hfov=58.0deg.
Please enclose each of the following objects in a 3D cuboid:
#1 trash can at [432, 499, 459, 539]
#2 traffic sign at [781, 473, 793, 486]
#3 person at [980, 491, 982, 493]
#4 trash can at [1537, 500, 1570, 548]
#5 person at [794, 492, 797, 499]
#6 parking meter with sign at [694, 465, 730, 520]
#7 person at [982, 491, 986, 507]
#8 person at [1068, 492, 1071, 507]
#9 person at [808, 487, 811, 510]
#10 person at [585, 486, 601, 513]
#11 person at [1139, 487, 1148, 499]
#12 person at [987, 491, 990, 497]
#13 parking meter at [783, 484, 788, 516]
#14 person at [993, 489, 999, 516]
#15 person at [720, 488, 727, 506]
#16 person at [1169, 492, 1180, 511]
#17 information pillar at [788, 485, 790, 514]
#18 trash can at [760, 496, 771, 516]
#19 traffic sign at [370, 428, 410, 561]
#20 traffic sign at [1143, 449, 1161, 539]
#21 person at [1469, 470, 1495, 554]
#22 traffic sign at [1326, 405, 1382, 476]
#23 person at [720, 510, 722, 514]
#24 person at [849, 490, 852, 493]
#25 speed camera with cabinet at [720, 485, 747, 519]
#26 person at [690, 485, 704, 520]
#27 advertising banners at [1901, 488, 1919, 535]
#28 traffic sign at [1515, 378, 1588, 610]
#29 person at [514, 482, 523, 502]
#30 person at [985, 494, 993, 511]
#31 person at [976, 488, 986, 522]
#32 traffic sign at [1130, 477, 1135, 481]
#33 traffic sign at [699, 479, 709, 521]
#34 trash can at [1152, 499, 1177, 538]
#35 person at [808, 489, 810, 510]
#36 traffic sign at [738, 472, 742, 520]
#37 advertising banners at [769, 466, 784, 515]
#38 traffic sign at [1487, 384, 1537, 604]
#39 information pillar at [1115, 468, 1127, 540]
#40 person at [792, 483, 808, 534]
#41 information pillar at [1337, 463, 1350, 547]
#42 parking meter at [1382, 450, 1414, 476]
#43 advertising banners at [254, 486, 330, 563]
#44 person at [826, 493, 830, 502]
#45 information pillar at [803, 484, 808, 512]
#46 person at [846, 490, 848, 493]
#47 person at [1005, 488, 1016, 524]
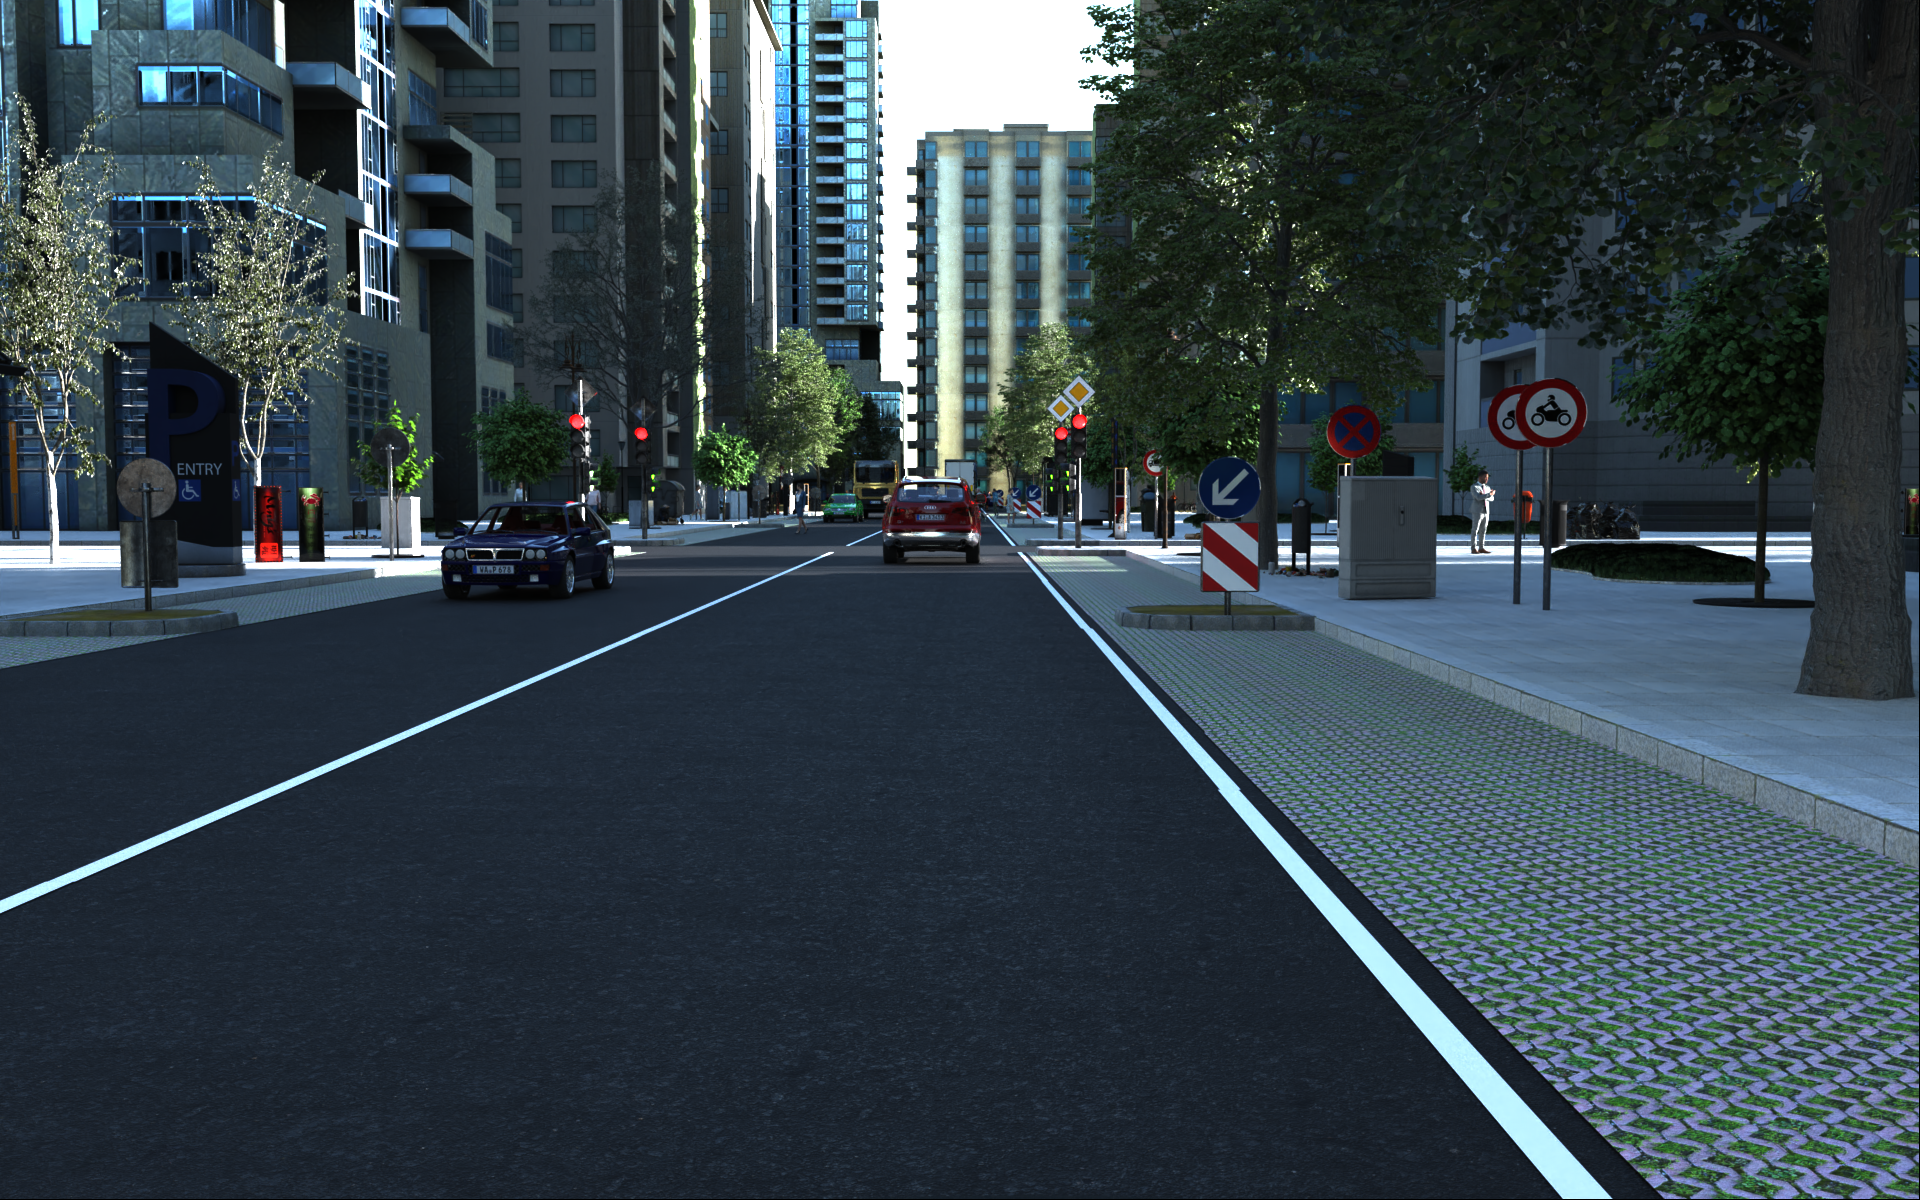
[{"bbox_3d":[-14.594,-2.295,49.178,0.748,1.137,0.748,0,3,0],"label":"trash can"},{"bbox_3d":[-10.506,-6.429,105.225,0.768,2.556,0.104,0,4,2],"label":"traffic sign"},{"bbox_3d":[2.348,-10.877,187.056,0.721,1.743,1.217,2,4,33],"label":"person"},{"bbox_3d":[14.177,-1.819,41.401,0.748,1.137,0.748,0,3,0],"label":"trash can"},{"bbox_3d":[-19.353,-11.900,203.796,0.721,1.736,1.217,0,4,4],"label":"person"},{"bbox_3d":[-12.379,-5.527,86.625,1.738,3.016,0.543,0,4,1],"label":"parking meter with sign"},{"bbox_3d":[2.486,-10.789,185.355,0.568,1.767,0.683,2,4,28],"label":"person"},{"bbox_3d":[11.225,-10.326,174.870,1.348,1.824,0.705,-2,4,-28],"label":"person"},{"bbox_3d":[-12.153,-8.167,139.583,0.705,1.822,1.348,0,4,-8],"label":"person"},{"bbox_3d":[-13.058,-3.338,61.295,0.731,1.740,0.598,0,4,-4],"label":"person"},{"bbox_3d":[13.863,-7.426,127.597,1.348,1.807,0.705,0,4,2],"label":"person"},{"bbox_3d":[3.350,-11.593,198.495,0.568,1.767,0.683,-1,4,-14],"label":"person"},{"bbox_3d":[-10.348,-5.931,102.685,0.255,1.863,0.399,-1,4,-8],"label":"parking meter"},{"bbox_3d":[2.260,-6.181,109.898,0.444,1.785,0.601,3,5,40],"label":"person"},{"bbox_3d":[-16.254,-6.885,118.883,0.793,1.790,0.793,0,4,7],"label":"person"},{"bbox_3d":[16.148,-7.432,130.810,1.065,1.426,0.557,3,5,45],"label":"person"},{"bbox_3d":[-11.039,-6.512,110.967,0.304,2.012,0.304,0,4,-4],"label":"information pillar"},{"bbox_3d":[-11.561,-5.571,102.736,0.748,1.137,0.748,0,3,0],"label":"trash can"},{"bbox_3d":[-10.925,-2.026,33.223,0.768,2.556,0.104,0,4,2],"label":"traffic sign"},{"bbox_3d":[5.561,-2.995,49.078,0.768,2.556,0.104,0,4,7],"label":"traffic sign"},{"bbox_3d":[11.236,-1.895,37.212,0.511,1.800,0.466,-3,5,-43],"label":"person"},{"bbox_3d":[5.618,-1.509,24.772,0.768,2.556,0.104,0,4,7],"label":"traffic sign"},{"bbox_3d":[-15.391,-6.095,109.963,0.640,1.303,0.475,0,4,-7],"label":"person"},{"bbox_3d":[-11.094,-10.187,173.314,0.721,1.743,1.217,0,4,5],"label":"person"},{"bbox_3d":[-12.100,-5.848,89.958,2.038,3.252,0.660,-2,4,-32],"label":"speed camera with cabinet"},{"bbox_3d":[-12.778,-4.738,84.265,0.760,1.731,0.466,-3,4,-37],"label":"person"},{"bbox_3d":[22.341,-2.652,39.545,2.074,3.025,0.090,-1,4,-18],"label":"advertising banners"},{"bbox_3d":[6.484,-1.160,19.072,0.768,2.556,0.104,1,4,10],"label":"traffic sign"},{"bbox_3d":[-18.713,-4.132,73.833,0.478,1.798,0.641,0,4,2],"label":"person"},{"bbox_3d":[2.453,-8.270,146.900,0.628,1.438,0.799,1,4,18],"label":"person"},{"bbox_3d":[0.985,-4.905,89.175,0.515,1.767,0.782,-1,4,-21],"label":"person"},{"bbox_3d":[6.849,-4.336,71.001,0.768,2.556,0.104,0,4,8],"label":"traffic sign"},{"bbox_3d":[-12.243,-5.098,83.455,0.768,2.556,0.104,1,4,9],"label":"traffic sign"},{"bbox_3d":[5.934,-2.364,50.308,0.748,1.137,0.748,0,3,0],"label":"trash can"},{"bbox_3d":[-12.100,-8.001,137.645,1.217,1.735,0.721,0,4,7],"label":"person"},{"bbox_3d":[-10.788,-5.161,84.493,0.768,2.556,0.104,0,4,4],"label":"traffic sign"},{"bbox_3d":[-11.274,-6.764,106.772,0.090,3.025,2.074,1,4,19],"label":"advertising banners"},{"bbox_3d":[6.497,-1.225,20.133,0.768,2.556,0.104,0,4,7],"label":"traffic sign"},{"bbox_3d":[4.514,-2.700,48.631,0.304,2.012,0.304,1,4,14],"label":"information pillar"},{"bbox_3d":[-5.727,-3.309,62.621,0.654,1.822,0.581,-2,4,-31],"label":"person"},{"bbox_3d":[9.289,-2.274,41.675,0.304,2.012,0.304,-2,4,-25],"label":"information pillar"},{"bbox_3d":[5.789,-1.049,22.863,0.399,1.863,0.255,2,4,33],"label":"parking meter"},{"bbox_3d":[-12.910,-2.213,32.363,2.074,3.025,0.090,-2,4,-24],"label":"advertising banners"},{"bbox_3d":[-13.041,-9.881,170.832,0.421,1.427,0.697,0,4,-6],"label":"person"},{"bbox_3d":[-11.079,-7.338,124.462,0.304,2.012,0.304,-1,4,-22],"label":"information pillar"},{"bbox_3d":[-13.197,-11.879,200.783,1.217,1.766,0.721,-2,4,-26],"label":"person"},{"bbox_3d":[2.295,-4.240,78.833,0.522,1.701,0.512,1,4,20],"label":"person"}]
